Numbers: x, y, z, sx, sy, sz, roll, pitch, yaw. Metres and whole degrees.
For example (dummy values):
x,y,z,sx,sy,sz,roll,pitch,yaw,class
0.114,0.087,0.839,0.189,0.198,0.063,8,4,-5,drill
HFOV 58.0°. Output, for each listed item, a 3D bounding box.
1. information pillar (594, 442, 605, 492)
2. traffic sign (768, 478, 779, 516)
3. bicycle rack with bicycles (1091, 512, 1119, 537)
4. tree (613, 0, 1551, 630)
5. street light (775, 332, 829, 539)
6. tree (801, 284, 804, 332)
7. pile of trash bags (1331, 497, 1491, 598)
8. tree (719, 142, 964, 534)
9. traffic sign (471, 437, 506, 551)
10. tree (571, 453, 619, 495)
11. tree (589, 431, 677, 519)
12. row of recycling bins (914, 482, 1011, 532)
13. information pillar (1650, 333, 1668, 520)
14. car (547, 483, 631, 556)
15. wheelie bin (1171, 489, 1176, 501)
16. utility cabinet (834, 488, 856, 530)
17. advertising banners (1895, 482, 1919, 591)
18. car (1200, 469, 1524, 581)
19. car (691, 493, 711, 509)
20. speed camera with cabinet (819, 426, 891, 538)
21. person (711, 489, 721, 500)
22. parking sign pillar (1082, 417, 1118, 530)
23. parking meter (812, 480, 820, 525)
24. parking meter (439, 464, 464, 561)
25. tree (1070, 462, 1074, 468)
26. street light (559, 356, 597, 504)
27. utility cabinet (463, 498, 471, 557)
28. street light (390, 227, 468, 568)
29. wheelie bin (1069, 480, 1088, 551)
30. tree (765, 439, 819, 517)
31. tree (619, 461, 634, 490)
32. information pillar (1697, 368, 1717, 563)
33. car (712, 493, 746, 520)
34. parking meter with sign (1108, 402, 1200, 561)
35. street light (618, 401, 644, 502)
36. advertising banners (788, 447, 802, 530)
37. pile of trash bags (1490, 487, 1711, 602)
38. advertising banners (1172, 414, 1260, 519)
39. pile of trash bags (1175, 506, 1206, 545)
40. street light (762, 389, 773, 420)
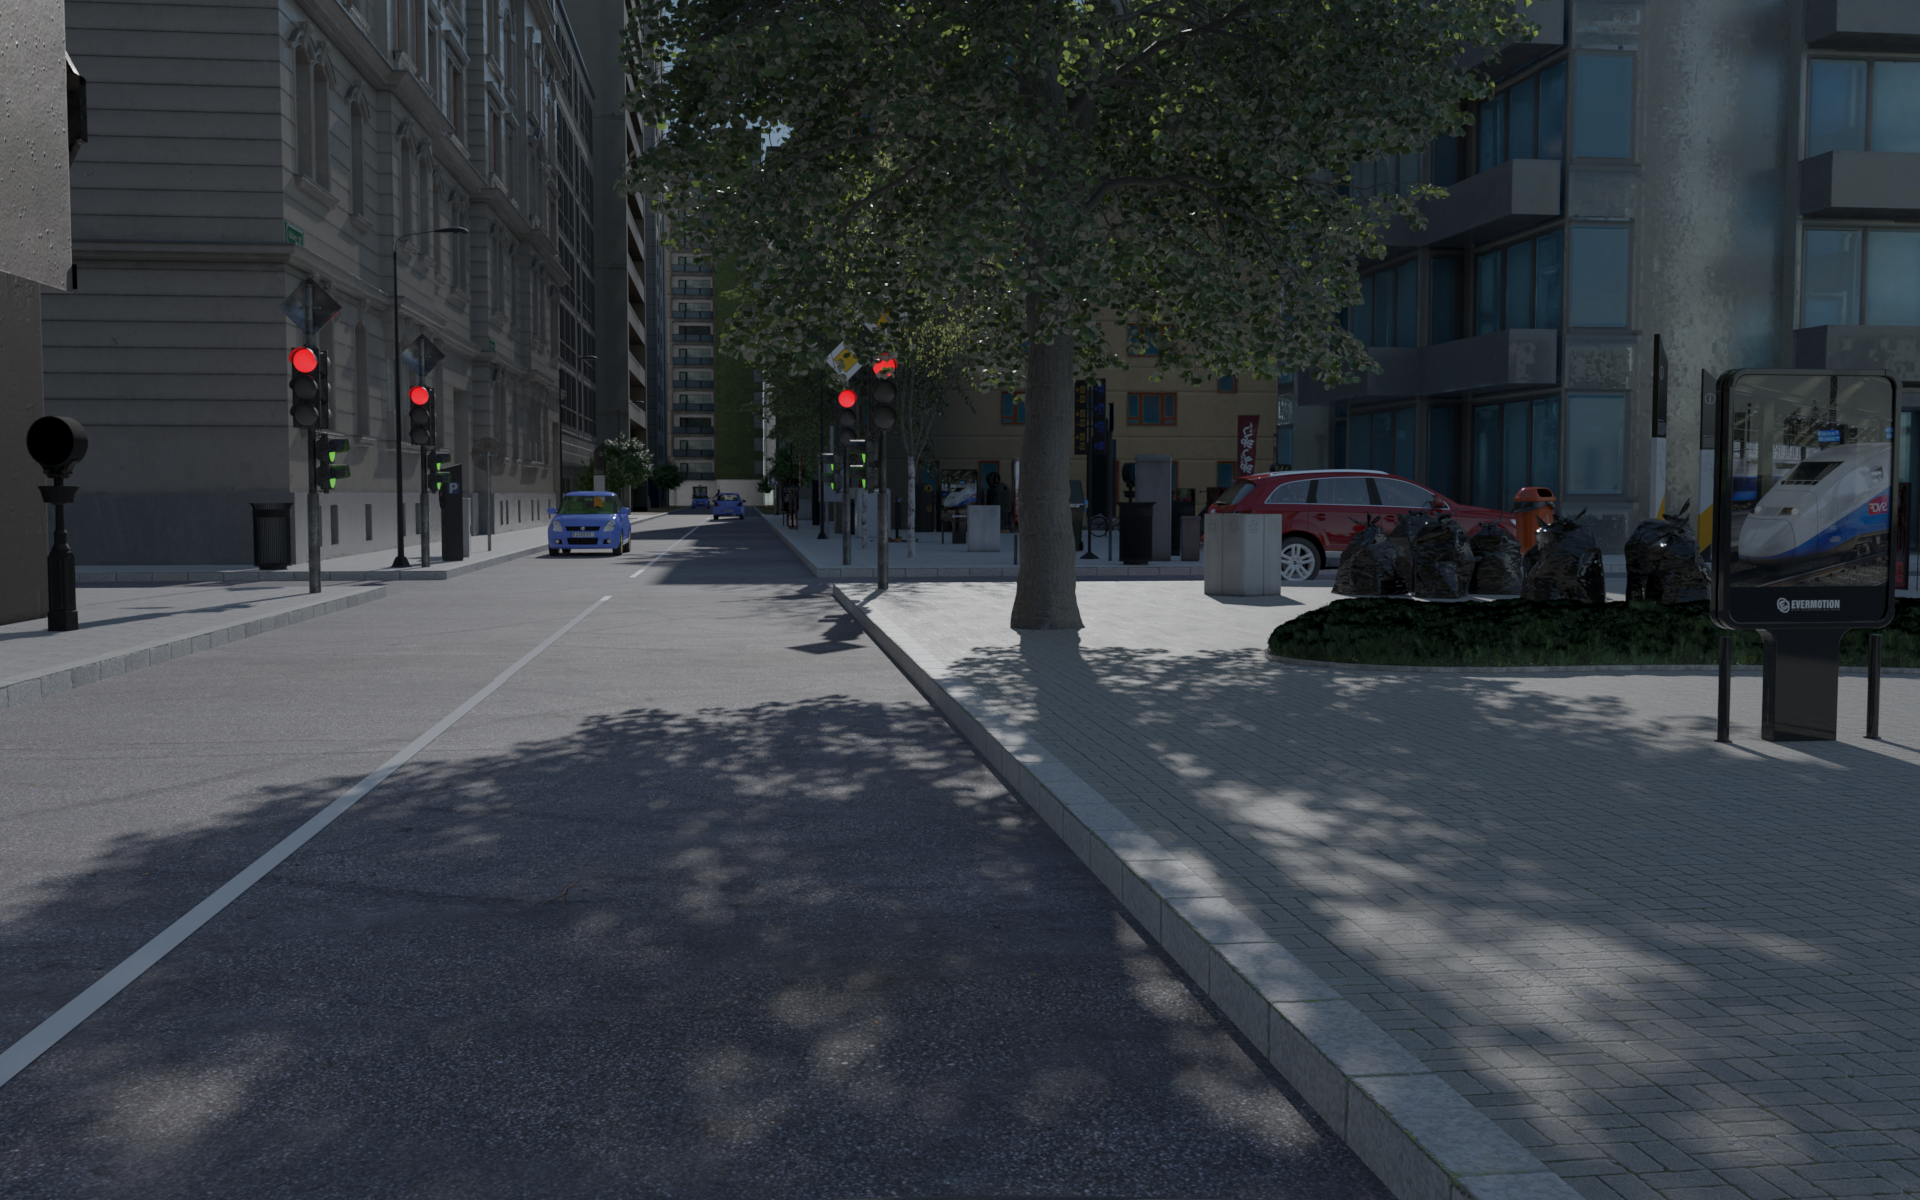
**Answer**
x,y,z,sx,sy,sz,roll,pitch,yaw,class
-16.040,-5.245,77.106,0.504,3.616,0.183,0,4,0,information pillar
-10.769,-6.153,100.705,0.768,2.556,0.104,0,4,-5,traffic sign
5.597,-2.366,52.059,2.925,0.926,2.852,1,4,22,bicycle rack with bicycles
0.902,-6.711,16.378,9.857,13.997,8.962,0,3,0,tree
-4.446,-4.673,48.951,1.470,5.913,1.316,0,4,-7,street light
-2.083,-5.541,40.966,4.360,8.622,3.978,0,3,0,tree
6.604,-0.789,22.653,3.447,1.369,1.912,-2,4,-35,pile of trash bags
-3.755,-8.406,55.567,7.486,12.596,7.792,0,3,0,tree
-10.571,-2.369,38.843,0.768,2.556,0.104,0,4,-1,traffic sign
-17.177,-5.281,80.946,1.663,3.219,1.824,0,3,0,tree
-17.427,-6.467,89.452,4.285,4.588,4.351,0,3,0,tree
-0.017,-3.168,58.904,3.534,1.692,1.069,-1,4,-13,row of recycling bins
10.292,-2.090,25.531,0.183,3.616,0.504,3,4,37,information pillar
-8.817,-1.941,41.326,1.945,1.707,3.694,0,4,-6,car
7.024,-3.161,59.587,0.693,1.594,0.980,-1,4,-17,wheelie bin
-3.882,-3.168,60.476,0.318,1.500,1.173,3,5,43,utility cabinet
12.668,-1.659,23.320,0.090,3.025,2.074,0,4,2,advertising banners
6.507,-1.154,27.542,5.304,1.827,2.281,0,4,-6,car
-25.614,-9.892,171.331,1.945,1.707,3.694,0,4,-7,car
-3.081,-3.441,50.604,2.038,3.252,0.660,-1,4,-11,speed camera with cabinet
-20.944,-8.697,150.321,1.348,1.869,0.705,1,4,20,person
5.032,-4.476,61.662,1.447,3.967,1.447,-2,4,-29,parking sign pillar
-5.909,-3.998,71.071,0.255,1.863,0.399,1,4,9,parking meter
-9.756,-1.681,33.200,0.399,1.863,0.255,-2,4,-33,parking meter
2.495,-3.427,50.635,1.663,3.219,1.824,0,3,0,tree
-12.898,-5.248,58.342,1.470,5.913,1.316,0,4,-7,street light
-10.193,-1.491,35.533,0.306,1.237,1.020,-1,4,-13,utility cabinet
-9.252,-3.528,30.220,1.470,5.913,1.316,0,4,-7,street light
2.374,-1.896,38.910,0.980,1.594,0.693,-1,4,-11,wheelie bin
-9.179,-6.941,97.192,4.285,4.588,4.351,0,3,0,tree
-16.780,-5.440,83.551,1.663,3.219,1.824,0,3,0,tree
14.048,-2.509,32.373,0.504,3.616,0.183,0,4,-4,information pillar
-13.107,-5.422,98.236,1.945,1.707,3.694,0,4,-6,car
3.703,-2.251,33.071,1.738,3.016,0.543,0,4,2,parking meter with sign
-16.492,-6.978,86.629,1.470,5.913,1.316,0,4,-7,street light
-5.942,-4.056,62.500,0.090,3.025,2.074,-1,4,-18,advertising banners
7.376,-0.478,17.575,3.447,1.369,1.912,2,4,28,pile of trash bags
5.710,-2.599,38.676,2.074,3.025,0.090,2,4,32,advertising banners
6.400,-2.148,44.867,1.912,1.369,3.447,2,4,31,pile of trash bags
-8.044,-6.389,77.005,1.470,5.913,1.316,0,4,-7,street light
